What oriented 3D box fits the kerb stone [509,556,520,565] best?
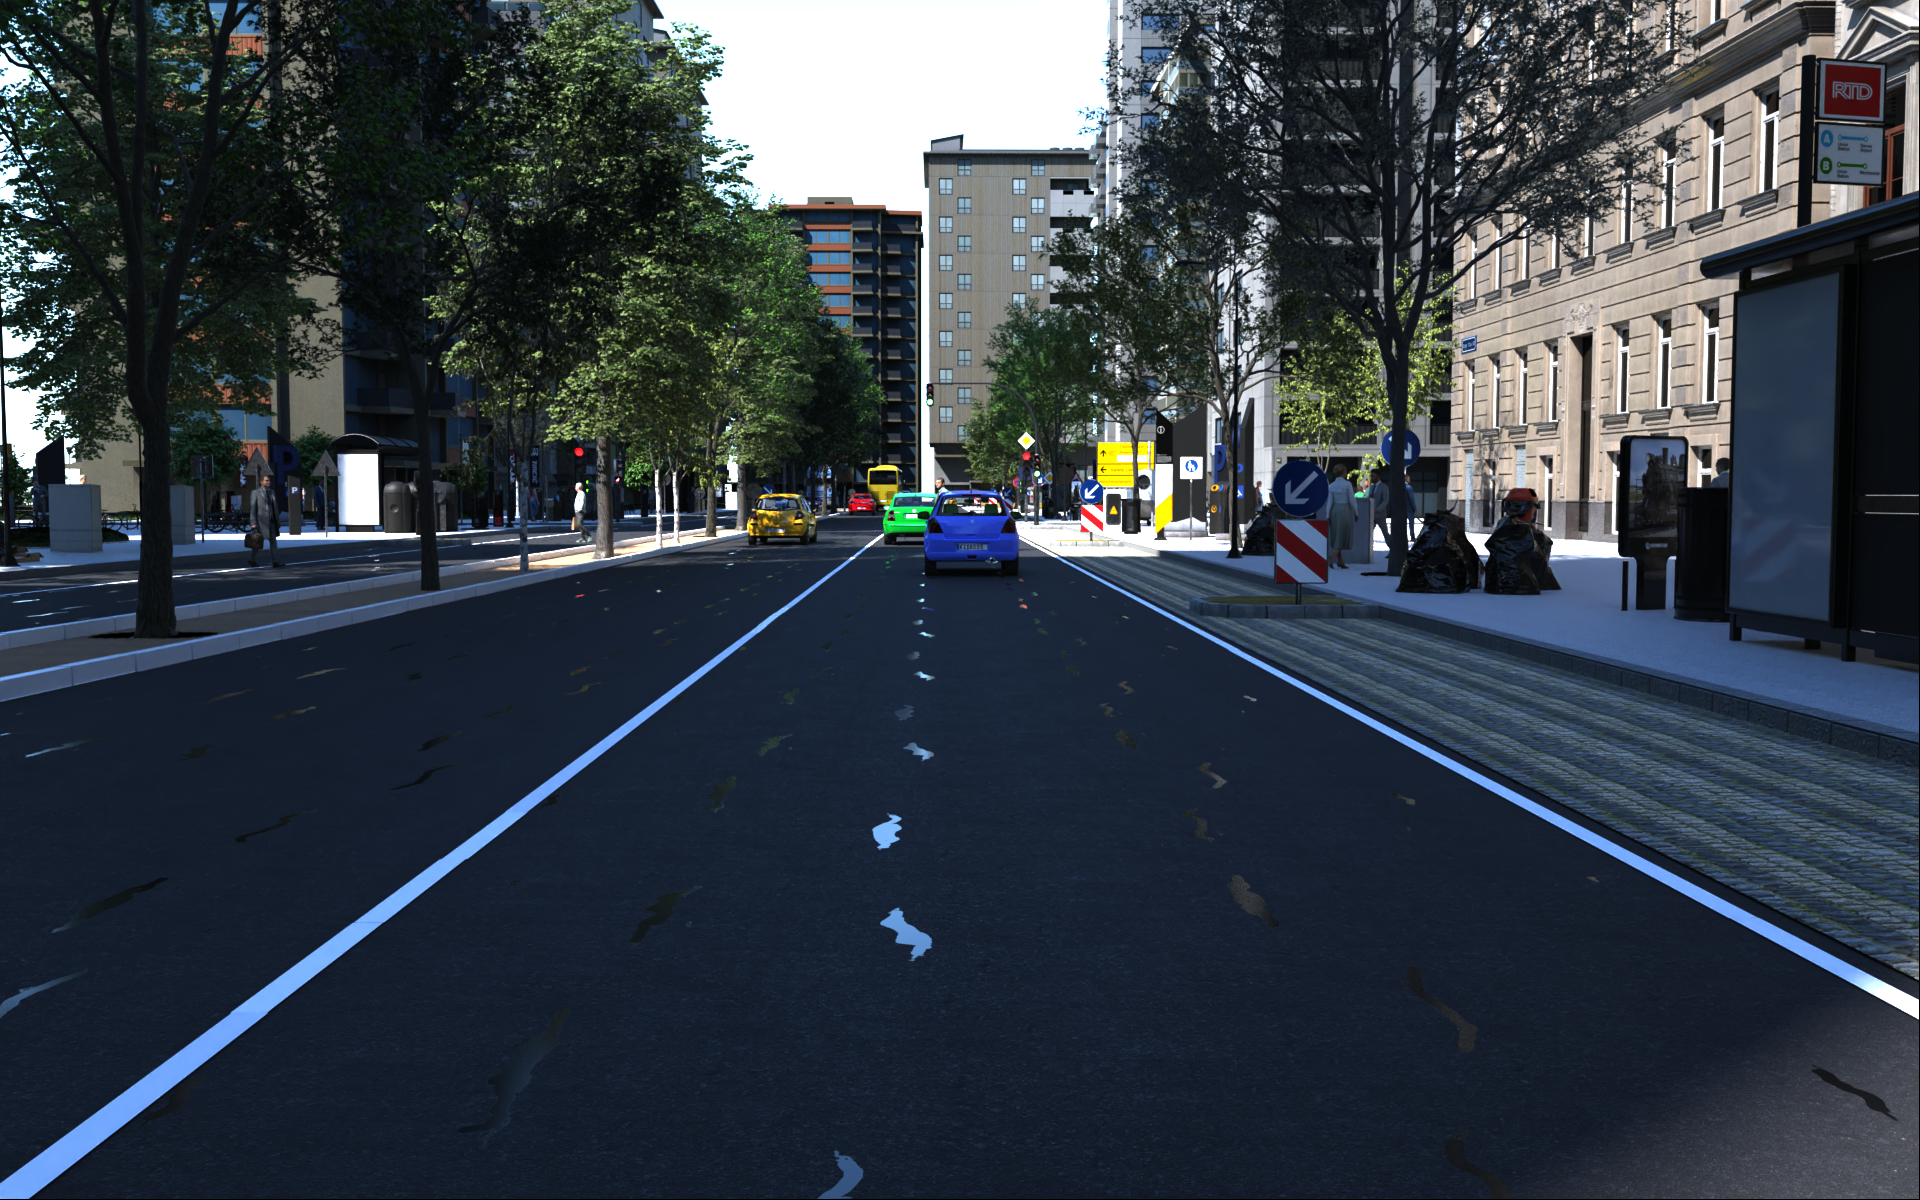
[{"bbox_3d":[-9.062,-0.775,34.898,0.120,0.150,1.000,0,4,-1],"label":"kerb stone"}]

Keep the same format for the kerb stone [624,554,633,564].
[{"bbox_3d":[-6.985,-0.842,35.965,0.120,0.150,1.000,0,4,-1],"label":"kerb stone"}]

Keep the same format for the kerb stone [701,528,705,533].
[{"bbox_3d":[-9.441,-2.468,62.547,0.120,0.150,1.000,0,4,-1],"label":"kerb stone"}]

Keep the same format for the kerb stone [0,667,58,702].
[{"bbox_3d":[-6.668,0.602,12.394,0.120,0.150,1.000,0,4,-1],"label":"kerb stone"}]

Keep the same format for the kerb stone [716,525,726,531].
[{"bbox_3d":[-9.516,-2.844,68.691,0.120,0.150,1.000,0,4,-1],"label":"kerb stone"}]

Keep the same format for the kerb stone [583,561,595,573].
[{"bbox_3d":[-6.924,-0.591,31.851,0.120,0.150,1.000,0,4,-1],"label":"kerb stone"}]

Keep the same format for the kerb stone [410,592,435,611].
[{"bbox_3d":[-6.792,0.035,21.631,0.120,0.150,1.000,0,4,-1],"label":"kerb stone"}]

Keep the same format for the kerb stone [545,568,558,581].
[{"bbox_3d":[-6.887,-0.403,28.785,0.120,0.150,1.000,0,4,-1],"label":"kerb stone"}]

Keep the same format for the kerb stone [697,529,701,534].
[{"bbox_3d":[-9.426,-2.405,61.519,0.120,0.150,1.000,0,4,-1],"label":"kerb stone"}]

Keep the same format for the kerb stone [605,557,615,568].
[{"bbox_3d":[-6.955,-0.716,33.907,0.120,0.150,1.000,0,4,-1],"label":"kerb stone"}]

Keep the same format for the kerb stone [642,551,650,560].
[{"bbox_3d":[-7.008,-0.966,38.016,0.120,0.150,1.000,0,4,-1],"label":"kerb stone"}]

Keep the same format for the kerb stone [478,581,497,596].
[{"bbox_3d":[-6.824,-0.152,24.698,0.120,0.150,1.000,0,4,-1],"label":"kerb stone"}]

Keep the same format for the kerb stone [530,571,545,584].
[{"bbox_3d":[-6.871,-0.341,27.764,0.120,0.150,1.000,0,4,-1],"label":"kerb stone"}]

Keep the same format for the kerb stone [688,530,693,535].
[{"bbox_3d":[-9.396,-2.278,59.466,0.120,0.150,1.000,0,4,-1],"label":"kerb stone"}]

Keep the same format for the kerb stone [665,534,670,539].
[{"bbox_3d":[-9.330,-1.967,54.350,0.120,0.150,1.000,0,4,-1],"label":"kerb stone"}]

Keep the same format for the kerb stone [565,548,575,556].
[{"bbox_3d":[-9.128,-1.090,40.010,0.120,0.150,1.000,0,4,-1],"label":"kerb stone"}]

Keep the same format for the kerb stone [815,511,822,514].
[{"bbox_3d":[-10.288,-6.331,125.700,0.120,0.150,1.000,0,4,-1],"label":"kerb stone"}]

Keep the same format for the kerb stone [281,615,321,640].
[{"bbox_3d":[-6.727,0.286,17.523,0.120,0.150,1.000,0,4,-1],"label":"kerb stone"}]

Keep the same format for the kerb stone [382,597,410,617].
[{"bbox_3d":[-6.780,0.098,20.590,0.120,0.150,1.000,0,4,-1],"label":"kerb stone"}]

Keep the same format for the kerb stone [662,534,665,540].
[{"bbox_3d":[-9.315,-1.903,53.327,0.120,0.150,1.000,0,4,-1],"label":"kerb stone"}]

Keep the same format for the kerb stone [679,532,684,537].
[{"bbox_3d":[-9.376,-2.154,57.416,0.120,0.150,1.000,0,4,-1],"label":"kerb stone"}]

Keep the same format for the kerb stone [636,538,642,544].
[{"bbox_3d":[-9.260,-1.653,49.227,0.120,0.150,1.000,0,4,-1],"label":"kerb stone"}]

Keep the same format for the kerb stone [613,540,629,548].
[{"bbox_3d":[-9.234,-1.528,47.175,0.120,0.150,1.000,0,4,-1],"label":"kerb stone"}]

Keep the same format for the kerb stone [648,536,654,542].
[{"bbox_3d":[-9.284,-1.778,51.272,0.120,0.150,1.000,0,4,-1],"label":"kerb stone"}]

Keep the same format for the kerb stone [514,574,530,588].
[{"bbox_3d":[-6.856,-0.278,26.742,0.120,0.150,1.000,0,4,-1],"label":"kerb stone"}]

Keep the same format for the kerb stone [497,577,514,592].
[{"bbox_3d":[-6.839,-0.210,25.720,0.120,0.150,1.000,0,4,-1],"label":"kerb stone"}]

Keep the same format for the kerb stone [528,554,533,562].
[{"bbox_3d":[-9.081,-0.839,35.920,0.120,0.150,1.000,0,4,-1],"label":"kerb stone"}]

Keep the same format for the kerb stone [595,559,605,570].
[{"bbox_3d":[-6.942,-0.650,32.885,0.120,0.150,1.000,0,4,-1],"label":"kerb stone"}]

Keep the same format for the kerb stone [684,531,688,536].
[{"bbox_3d":[-9.384,-2.217,58.443,0.120,0.150,1.000,0,4,-1],"label":"kerb stone"}]

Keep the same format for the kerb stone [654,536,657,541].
[{"bbox_3d":[-9.305,-1.839,52.294,0.120,0.150,1.000,0,4,-1],"label":"kerb stone"}]

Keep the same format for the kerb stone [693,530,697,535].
[{"bbox_3d":[-9.422,-2.339,60.497,0.120,0.150,1.000,0,4,-1],"label":"kerb stone"}]

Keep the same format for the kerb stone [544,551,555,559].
[{"bbox_3d":[-9.103,-0.962,37.964,0.120,0.150,1.000,0,4,-1],"label":"kerb stone"}]

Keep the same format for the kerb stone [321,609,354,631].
[{"bbox_3d":[-6.745,0.223,18.544,0.120,0.150,1.000,0,4,-1],"label":"kerb stone"}]

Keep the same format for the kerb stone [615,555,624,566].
[{"bbox_3d":[-6.971,-0.778,34.935,0.120,0.150,1.000,0,4,-1],"label":"kerb stone"}]

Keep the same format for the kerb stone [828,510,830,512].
[{"bbox_3d":[-10.472,-7.142,139.022,0.120,0.150,1.000,0,4,-1],"label":"kerb stone"}]

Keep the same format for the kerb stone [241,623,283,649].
[{"bbox_3d":[-6.722,0.353,16.501,0.120,0.150,1.000,0,4,-1],"label":"kerb stone"}]

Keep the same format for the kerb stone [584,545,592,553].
[{"bbox_3d":[-9.161,-1.214,42.059,0.120,0.150,1.000,0,4,-1],"label":"kerb stone"}]

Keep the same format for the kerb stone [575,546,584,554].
[{"bbox_3d":[-9.142,-1.152,41.034,0.120,0.150,1.000,0,4,-1],"label":"kerb stone"}]

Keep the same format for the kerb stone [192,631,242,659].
[{"bbox_3d":[-6.700,0.413,15.472,0.120,0.150,1.000,0,4,-1],"label":"kerb stone"}]

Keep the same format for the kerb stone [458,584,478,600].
[{"bbox_3d":[-6.817,-0.087,23.675,0.120,0.150,1.000,0,4,-1],"label":"kerb stone"}]

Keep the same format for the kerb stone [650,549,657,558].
[{"bbox_3d":[-7.023,-1.024,39.043,0.120,0.150,1.000,0,4,-1],"label":"kerb stone"}]

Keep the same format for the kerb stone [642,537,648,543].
[{"bbox_3d":[-9.279,-1.713,50.249,0.120,0.150,1.000,0,4,-1],"label":"kerb stone"}]

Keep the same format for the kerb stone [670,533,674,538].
[{"bbox_3d":[-9.337,-2.027,55.372,0.120,0.150,1.000,0,4,-1],"label":"kerb stone"}]

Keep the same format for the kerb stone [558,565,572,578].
[{"bbox_3d":[-6.896,-0.466,29.807,0.120,0.150,1.000,0,4,-1],"label":"kerb stone"}]

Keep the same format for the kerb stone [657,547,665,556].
[{"bbox_3d":[-7.033,-1.093,40.065,0.120,0.150,1.000,0,4,-1],"label":"kerb stone"}]

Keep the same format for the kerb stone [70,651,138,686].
[{"bbox_3d":[-6.682,0.537,13.416,0.120,0.150,1.000,0,4,-1],"label":"kerb stone"}]

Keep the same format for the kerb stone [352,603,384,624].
[{"bbox_3d":[-6.755,0.161,19.568,0.120,0.150,1.000,0,4,-1],"label":"kerb stone"}]

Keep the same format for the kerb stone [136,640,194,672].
[{"bbox_3d":[-6.686,0.475,14.450,0.120,0.150,1.000,0,4,-1],"label":"kerb stone"}]

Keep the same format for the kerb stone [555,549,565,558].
[{"bbox_3d":[-9.122,-1.021,38.986,0.120,0.150,1.000,0,4,-1],"label":"kerb stone"}]

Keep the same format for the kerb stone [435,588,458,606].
[{"bbox_3d":[-6.803,-0.028,22.653,0.120,0.150,1.000,0,4,-1],"label":"kerb stone"}]

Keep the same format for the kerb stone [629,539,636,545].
[{"bbox_3d":[-9.250,-1.591,48.204,0.120,0.150,1.000,0,4,-1],"label":"kerb stone"}]

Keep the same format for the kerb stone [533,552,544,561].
[{"bbox_3d":[-9.095,-0.902,36.941,0.120,0.150,1.000,0,4,-1],"label":"kerb stone"}]

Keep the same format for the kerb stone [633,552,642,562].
[{"bbox_3d":[-6.995,-0.905,36.992,0.120,0.150,1.000,0,4,-1],"label":"kerb stone"}]

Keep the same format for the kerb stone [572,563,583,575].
[{"bbox_3d":[-6.918,-0.528,30.829,0.120,0.150,1.000,0,4,-1],"label":"kerb stone"}]

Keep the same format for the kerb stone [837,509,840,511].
[{"bbox_3d":[-10.650,-7.955,152.340,0.120,0.150,1.000,0,4,-1],"label":"kerb stone"}]

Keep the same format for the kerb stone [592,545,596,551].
[{"bbox_3d":[-9.187,-1.278,43.083,0.120,0.150,1.000,0,4,-1],"label":"kerb stone"}]
